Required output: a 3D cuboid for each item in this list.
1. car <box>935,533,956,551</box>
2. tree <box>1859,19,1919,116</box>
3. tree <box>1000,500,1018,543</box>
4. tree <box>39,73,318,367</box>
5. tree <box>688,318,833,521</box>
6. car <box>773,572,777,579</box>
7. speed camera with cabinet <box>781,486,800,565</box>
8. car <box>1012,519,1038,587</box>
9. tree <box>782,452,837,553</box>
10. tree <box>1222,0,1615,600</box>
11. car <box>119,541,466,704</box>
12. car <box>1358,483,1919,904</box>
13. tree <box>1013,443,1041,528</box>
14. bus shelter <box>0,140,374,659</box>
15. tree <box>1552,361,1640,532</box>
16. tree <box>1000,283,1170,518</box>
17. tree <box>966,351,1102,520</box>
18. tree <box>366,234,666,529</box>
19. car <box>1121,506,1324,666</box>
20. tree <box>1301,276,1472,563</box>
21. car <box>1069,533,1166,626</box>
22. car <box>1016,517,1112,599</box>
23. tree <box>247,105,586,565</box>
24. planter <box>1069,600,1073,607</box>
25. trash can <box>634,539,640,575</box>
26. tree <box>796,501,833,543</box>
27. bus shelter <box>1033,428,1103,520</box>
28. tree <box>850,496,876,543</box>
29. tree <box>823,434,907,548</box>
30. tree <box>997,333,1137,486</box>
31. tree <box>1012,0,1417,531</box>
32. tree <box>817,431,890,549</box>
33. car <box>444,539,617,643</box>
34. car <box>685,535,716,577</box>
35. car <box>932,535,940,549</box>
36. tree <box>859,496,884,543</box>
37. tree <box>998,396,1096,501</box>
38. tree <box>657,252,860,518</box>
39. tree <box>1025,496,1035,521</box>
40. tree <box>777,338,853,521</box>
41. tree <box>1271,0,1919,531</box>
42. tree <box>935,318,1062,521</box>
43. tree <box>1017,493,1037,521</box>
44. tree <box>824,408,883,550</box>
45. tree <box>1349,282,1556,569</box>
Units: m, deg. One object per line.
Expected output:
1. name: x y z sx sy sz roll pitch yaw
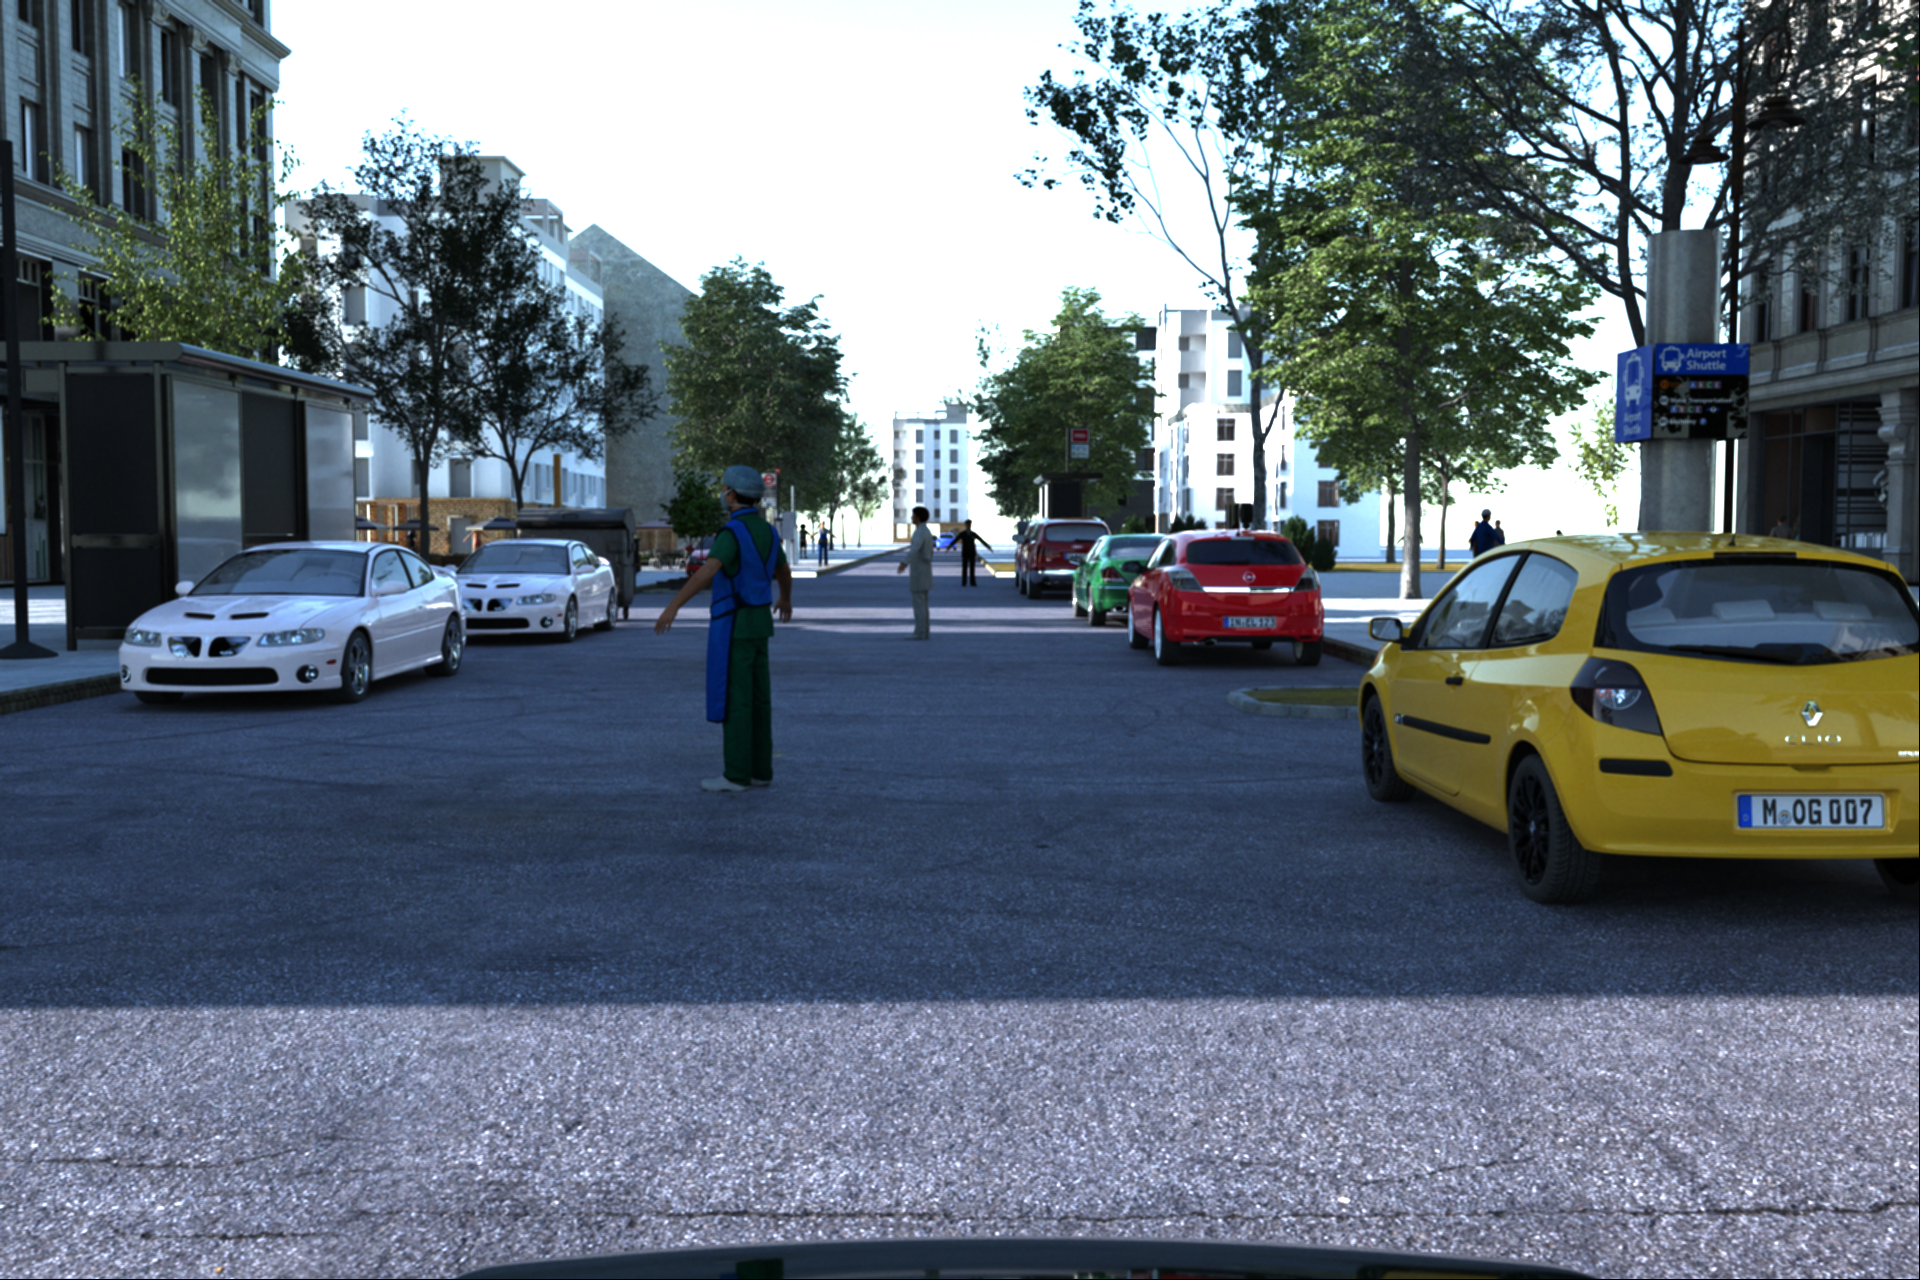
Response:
1. car: -1.167 -8.604 150.265 1.945 1.707 3.694 0 4 -1
2. tree: 8.946 -6.231 8.527 9.857 13.997 8.962 0 3 0
3. tree: 8.217 -18.383 250.921 4.360 8.622 3.978 0 3 0
4. tree: -12.108 -4.727 27.656 4.737 8.622 4.395 0 3 0
5. tree: -10.550 -10.448 88.958 7.486 12.596 7.792 0 3 0
6. car: -6.579 -2.704 53.809 1.945 1.707 3.694 0 3 0
7. speed camera with cabinet: -7.042 -4.743 71.891 0.660 3.252 2.038 0 4 1
8. car: 2.520 -2.261 45.643 2.281 1.827 5.304 0 3 0
9. tree: -10.094 -10.189 116.950 4.737 8.622 4.395 0 3 0
10. tree: 8.550 -7.090 34.055 7.486 12.596 7.792 0 3 0
11. car: -6.021 -0.232 16.156 2.083 1.381 4.827 0 4 0
12. car: 3.058 0.128 8.138 2.015 1.641 3.980 0 3 0
13. tree: 5.291 -10.898 128.546 4.737 8.622 4.395 0 3 0
14. bus shelter: -9.472 -2.611 20.318 2.179 5.291 8.768 0 4 1
15. tree: 27.189 -7.503 73.044 4.737 8.622 4.395 0 3 0
16. tree: 5.676 -9.857 79.294 7.486 12.596 7.792 0 3 0
17. tree: 5.492 -12.893 117.455 9.857 13.997 8.962 0 3 0
18. tree: -12.953 -7.141 51.173 8.767 10.594 7.601 -2 4 -24
19. car: 3.023 -0.692 20.359 2.155 1.783 4.494 0 4 -1
20. tree: 18.642 -9.675 76.311 7.486 12.596 7.792 0 3 0
21. car: 2.901 -1.022 28.506 2.131 1.459 4.920 0 4 -1
22. car: 2.461 -1.893 39.629 2.281 1.827 5.304 0 4 -1
23. tree: -12.306 -6.387 38.835 8.767 10.594 7.601 1 4 17
24. planter: 3.188 -0.823 34.601 1.991 0.319 1.994 0 4 -1
25. trash can: -10.474 -2.642 54.854 0.748 1.137 0.748 0 3 0
26. tree: -21.411 -19.561 254.237 7.601 10.594 8.767 0 4 5
27. bus shelter: 3.843 -5.239 63.286 2.179 5.291 8.768 0 4 0
28. tree: -13.255 -18.233 248.473 4.360 8.622 3.978 0 3 0
29. tree: -9.349 -13.893 161.555 8.767 10.594 7.601 -2 4 -27
30. tree: 5.495 -9.959 88.577 9.928 11.665 9.643 0 3 0
31. tree: 7.633 -11.773 48.381 12.611 20.169 13.585 0 3 0
32. tree: -10.100 -13.271 151.385 8.767 10.594 7.601 0 4 6
33. car: -6.055 -0.733 24.348 2.083 1.381 4.827 0 4 -1
34. car: -6.453 -2.380 47.956 2.155 1.783 4.494 0 4 0
35. car: -2.804 -9.298 164.600 1.945 1.354 3.894 0 3 0
36. tree: -12.697 -18.650 255.295 4.360 8.622 3.978 0 3 0
37. tree: 5.429 -10.304 102.886 7.601 10.594 8.767 -3 4 -39
38. tree: -9.127 -10.504 78.399 9.857 13.997 8.962 0 3 0
39. tree: 10.620 -18.693 255.988 4.360 8.622 3.978 0 3 0
40. tree: -9.886 -11.107 99.719 7.486 12.596 7.792 0 3 0
41. tree: 8.968 -6.834 22.103 12.009 13.543 11.850 0 3 0
42. tree: 4.119 -18.199 153.446 12.611 20.169 13.585 0 3 0
43. tree: 5.694 -11.755 142.556 4.737 8.622 4.395 0 3 0
44. tree: -10.212 -13.061 139.296 9.928 11.665 9.643 0 3 0
45. tree: 17.736 -7.826 62.367 7.601 10.594 8.767 0 4 -2
